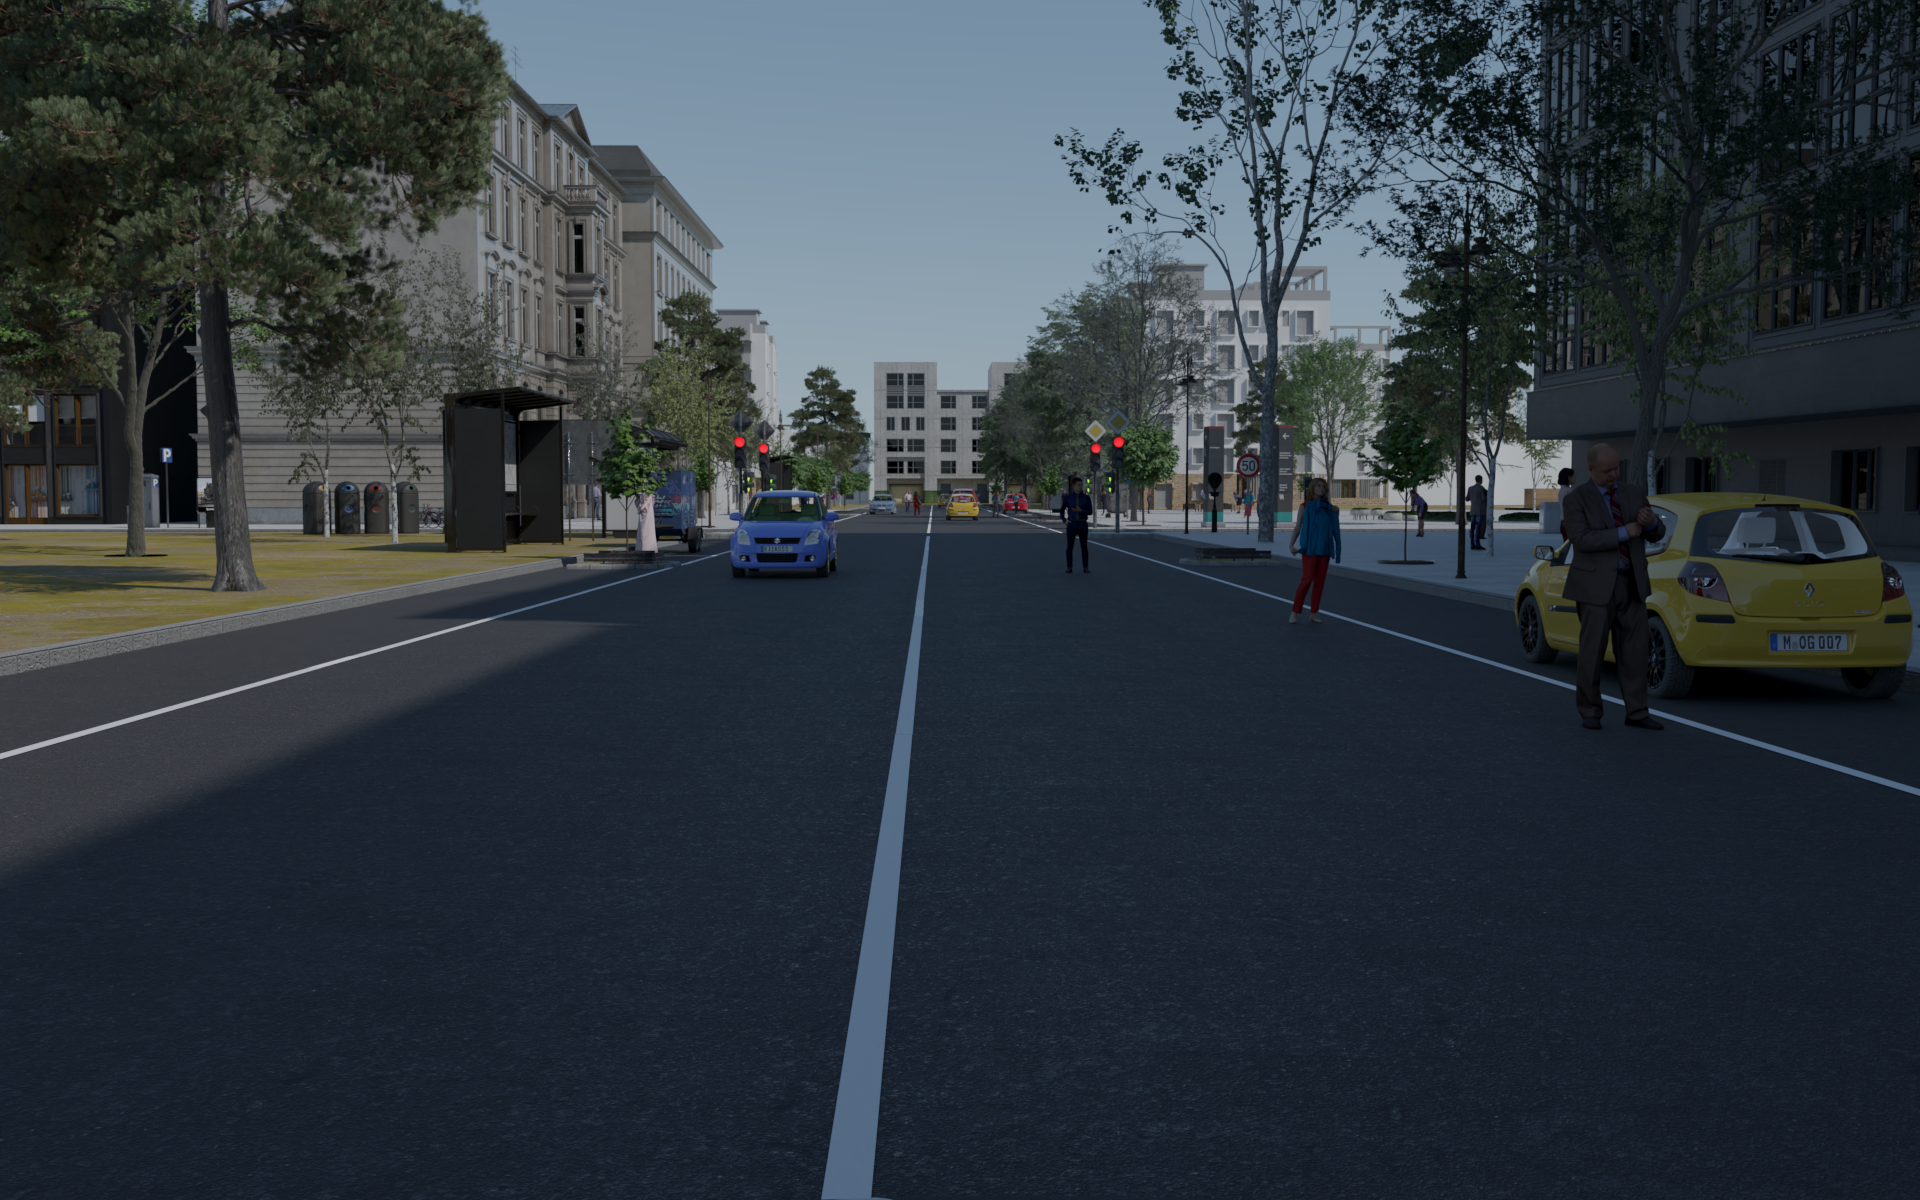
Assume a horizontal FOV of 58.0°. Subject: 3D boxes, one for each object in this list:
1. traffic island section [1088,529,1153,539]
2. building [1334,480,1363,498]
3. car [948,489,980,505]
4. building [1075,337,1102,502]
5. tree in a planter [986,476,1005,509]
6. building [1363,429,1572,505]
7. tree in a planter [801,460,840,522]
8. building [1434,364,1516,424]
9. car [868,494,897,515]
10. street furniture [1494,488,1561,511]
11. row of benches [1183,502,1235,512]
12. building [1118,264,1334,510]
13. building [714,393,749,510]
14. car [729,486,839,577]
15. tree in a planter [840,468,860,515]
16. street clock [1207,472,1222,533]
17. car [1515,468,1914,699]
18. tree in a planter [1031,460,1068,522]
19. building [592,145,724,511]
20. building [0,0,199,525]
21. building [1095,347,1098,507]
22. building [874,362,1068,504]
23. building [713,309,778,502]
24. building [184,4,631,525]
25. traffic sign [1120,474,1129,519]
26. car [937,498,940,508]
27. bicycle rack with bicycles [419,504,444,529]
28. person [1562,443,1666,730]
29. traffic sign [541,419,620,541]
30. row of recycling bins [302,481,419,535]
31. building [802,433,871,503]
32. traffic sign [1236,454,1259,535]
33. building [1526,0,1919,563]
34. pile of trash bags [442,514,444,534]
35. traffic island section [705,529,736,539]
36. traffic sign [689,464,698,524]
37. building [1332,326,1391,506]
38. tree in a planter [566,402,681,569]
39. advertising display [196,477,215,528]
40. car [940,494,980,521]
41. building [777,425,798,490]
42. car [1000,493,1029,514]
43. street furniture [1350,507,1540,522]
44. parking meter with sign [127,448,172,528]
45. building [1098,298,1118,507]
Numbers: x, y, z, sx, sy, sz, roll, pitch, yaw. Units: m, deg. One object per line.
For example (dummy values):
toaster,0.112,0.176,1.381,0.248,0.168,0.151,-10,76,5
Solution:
traffic island section,5.220,-2.135,57.181,2.009,0.180,2.903,0,4,-1
building,47.047,-22.906,240.964,31.486,18.905,16.747,0,4,-1
car,0.288,-7.018,123.413,2.281,1.827,5.304,0,4,1
building,22.179,-19.964,192.870,16.747,18.905,31.486,0,4,-1
tree in a planter,3.534,-10.397,167.206,1.991,3.239,1.994,0,4,-1
building,62.035,-16.163,206.411,28.070,9.664,9.099,0,4,-1
tree in a planter,-7.398,-5.646,89.538,1.991,3.239,1.994,0,4,-1
building,69.317,-23.501,240.656,11.380,20.091,16.016,0,4,-1
car,-5.455,-6.769,122.677,2.014,1.417,4.499,0,4,0
street furniture,47.977,-7.920,136.347,11.010,1.723,9.812,-1,4,-9
row of benches,18.157,-6.817,126.920,4.104,0.672,1.422,2,4,33
building,22.336,-17.832,147.965,16.016,20.091,11.380,0,4,-1
building,-23.517,-13.050,155.513,9.099,9.664,28.070,0,4,-1
car,-3.110,-1.309,30.990,1.945,1.707,3.694,0,4,-1
tree in a planter,-7.812,-7.335,117.147,1.991,3.239,1.994,0,4,-1
street clock,8.480,-3.248,57.677,0.471,2.002,0.358,0,4,4
car,5.688,-0.204,13.562,2.015,1.641,3.980,0,4,-1
tree in a planter,4.709,-5.684,90.148,1.991,3.239,1.994,0,4,-1
building,-26.347,-17.618,121.337,16.112,22.955,30.059,0,4,-1
building,-43.489,-15.176,77.813,15.834,23.373,12.332,0,4,-1
building,21.229,-19.266,171.422,16.016,20.091,11.380,0,4,-1
building,4.109,-22.866,240.310,31.486,18.905,16.747,0,4,-1
building,-27.033,-19.475,174.830,16.016,20.091,11.380,0,4,-1
building,-25.445,-16.506,88.964,14.460,24.649,34.723,0,4,-1
traffic sign,8.584,-5.429,88.863,0.768,2.556,0.104,0,4,4
car,-1.456,-10.715,185.405,2.015,1.641,3.980,0,4,1
bicycle rack with bicycles,-19.716,-3.169,65.197,2.925,0.926,2.852,-1,4,-19
person,4.005,-0.084,10.555,0.565,1.739,0.600,-2,4,-31
traffic sign,-10.338,-3.262,47.207,2.265,3.308,0.079,0,4,3
row of recycling bins,-19.233,-2.967,55.620,3.534,1.692,1.069,-2,4,-25
building,-26.385,-18.021,236.787,28.070,9.664,9.099,0,4,-1
traffic sign,9.089,-3.335,54.626,0.768,2.556,0.104,0,4,3
building,23.101,-14.888,36.930,14.314,27.812,24.014,0,4,-1
pile of trash bags,-15.253,-2.862,56.545,3.447,1.369,1.912,0,4,-4
traffic island section,-7.220,-2.123,56.997,2.009,0.180,2.903,0,4,-1
traffic sign,-11.297,-4.531,74.191,0.768,2.556,0.104,0,4,1
building,42.389,-21.060,200.752,11.380,20.091,16.016,0,4,-1
tree in a planter,-6.545,-2.246,33.943,1.991,3.239,1.994,0,4,-1
advertising display,-28.230,-3.672,65.253,0.974,1.923,0.123,-2,4,-31
car,0.097,-5.162,94.628,2.015,1.641,3.980,0,4,-2
building,-33.692,-16.044,204.462,28.070,9.664,9.099,0,4,-1
car,3.977,-7.122,125.488,2.155,1.783,4.494,0,4,0
street furniture,23.406,-4.129,83.138,5.734,0.657,10.072,-2,4,-29
parking meter with sign,-30.804,-4.248,65.721,1.738,3.016,0.543,1,4,14
building,21.498,-18.544,159.610,16.016,20.091,11.380,0,4,-1
